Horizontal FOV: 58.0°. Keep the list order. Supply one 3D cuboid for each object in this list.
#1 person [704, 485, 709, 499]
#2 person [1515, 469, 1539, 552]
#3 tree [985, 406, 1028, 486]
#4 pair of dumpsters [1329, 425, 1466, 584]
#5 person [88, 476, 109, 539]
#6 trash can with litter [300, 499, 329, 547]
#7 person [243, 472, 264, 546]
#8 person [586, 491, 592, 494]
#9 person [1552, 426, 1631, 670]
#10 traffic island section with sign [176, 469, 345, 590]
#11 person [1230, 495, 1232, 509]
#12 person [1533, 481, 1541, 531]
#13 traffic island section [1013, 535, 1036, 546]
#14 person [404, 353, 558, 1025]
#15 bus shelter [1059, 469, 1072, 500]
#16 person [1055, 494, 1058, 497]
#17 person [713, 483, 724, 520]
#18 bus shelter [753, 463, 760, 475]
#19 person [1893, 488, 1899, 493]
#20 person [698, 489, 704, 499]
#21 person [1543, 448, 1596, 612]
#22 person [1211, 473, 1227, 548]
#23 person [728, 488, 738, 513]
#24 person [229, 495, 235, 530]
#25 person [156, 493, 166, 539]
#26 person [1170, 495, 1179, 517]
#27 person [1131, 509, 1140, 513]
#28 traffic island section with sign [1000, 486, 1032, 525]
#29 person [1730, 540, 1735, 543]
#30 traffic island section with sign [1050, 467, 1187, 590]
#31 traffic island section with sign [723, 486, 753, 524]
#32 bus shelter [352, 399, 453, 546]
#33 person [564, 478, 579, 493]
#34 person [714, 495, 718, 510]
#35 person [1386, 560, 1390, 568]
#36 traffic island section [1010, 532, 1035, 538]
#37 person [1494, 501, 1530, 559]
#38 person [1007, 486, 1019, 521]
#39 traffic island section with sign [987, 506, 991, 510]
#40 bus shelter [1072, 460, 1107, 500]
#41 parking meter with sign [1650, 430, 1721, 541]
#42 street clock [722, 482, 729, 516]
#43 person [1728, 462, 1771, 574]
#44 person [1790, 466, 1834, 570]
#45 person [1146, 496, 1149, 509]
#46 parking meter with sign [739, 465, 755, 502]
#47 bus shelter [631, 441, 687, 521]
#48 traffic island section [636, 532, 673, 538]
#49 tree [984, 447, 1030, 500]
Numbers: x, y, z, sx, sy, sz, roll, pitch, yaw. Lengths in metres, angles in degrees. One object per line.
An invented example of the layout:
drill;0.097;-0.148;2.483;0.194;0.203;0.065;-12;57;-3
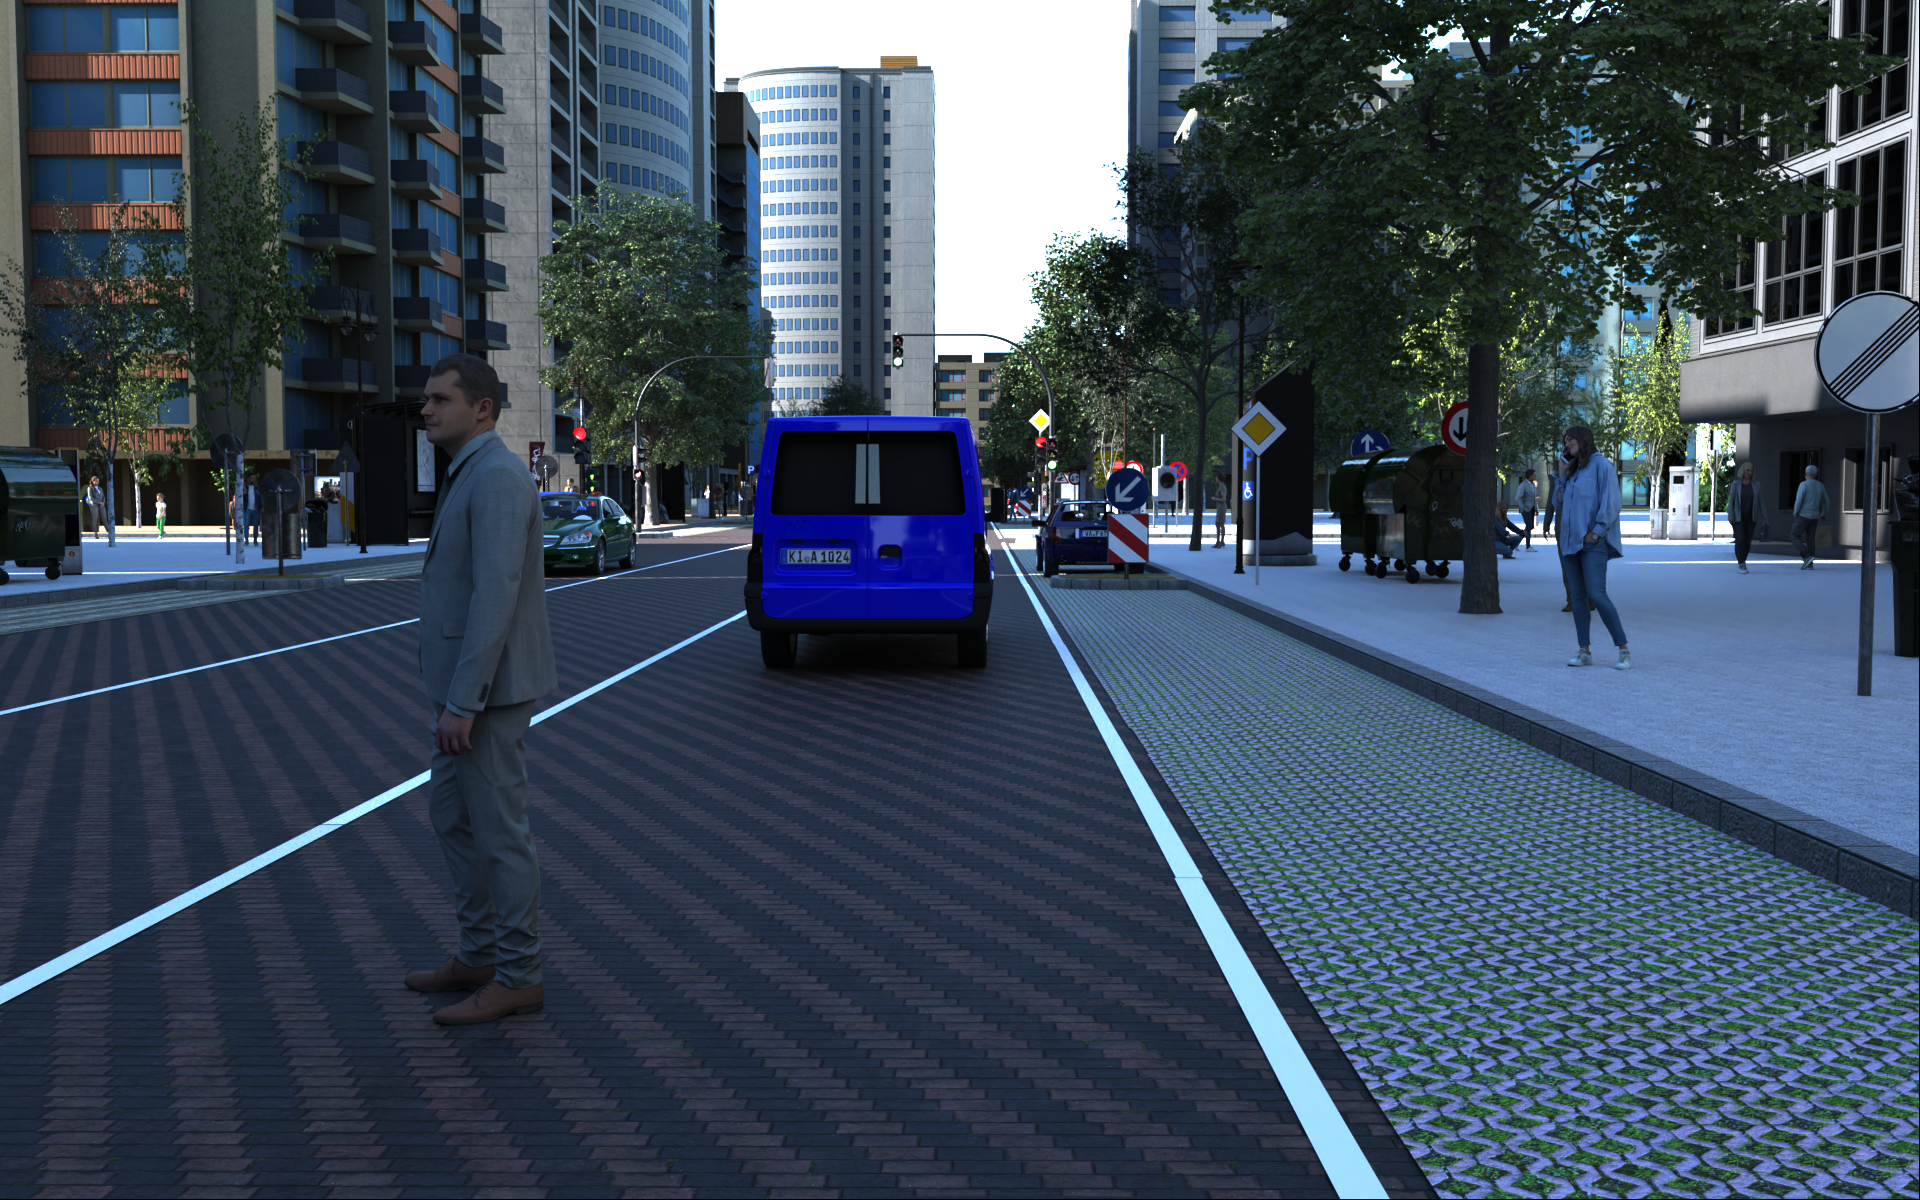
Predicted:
person;-14.839;-5.877;102.230;0.679;1.850;0.850;2;4;31
person;12.580;-2.000;38.587;0.661;1.843;0.795;-3;4;-37
tree;6.448;-15.235;174.851;9.928;11.665;9.643;0;3;0
pair of dumpsters;6.901;-1.480;26.687;1.574;2.255;4.437;0;4;1
person;-24.550;-2.641;49.491;0.573;1.790;0.520;0;4;7
trash can with litter;-15.529;-1.855;41.709;0.624;1.170;1.055;-1;4;-18
person;-17.243;-2.215;42.250;0.794;1.824;0.713;-1;4;-17
person;-21.622;-5.793;101.185;0.534;1.772;0.576;-1;4;-13
person;4.714;-0.403;12.893;0.793;1.790;0.793;3;5;40
traffic island section with sign;-10.608;-1.096;26.549;1.989;1.847;2.006;0;4;1
person;15.858;-5.496;100.593;0.332;1.250;0.352;1;4;15
person;20.200;-3.315;60.795;0.362;1.759;0.519;2;4;25
traffic island section;2.609;-1.648;49.233;2.009;0.180;2.903;0;4;1
person;-1.314;0.233;4.783;0.391;1.810;0.635;-2;4;-25
bus shelter;6.910;-6.799;105.081;2.014;3.302;5.546;0;4;1
person;9.539;-10.453;177.664;1.217;1.743;0.721;2;4;33
person;-12.074;-4.943;86.840;0.580;1.828;0.573;0;4;2
bus shelter;-12.683;-7.404;114.974;2.014;3.302;5.546;0;4;0
person;12.708;-1.006;23.056;0.524;1.755;0.480;2;4;26
person;-22.069;-8.651;148.197;0.721;1.735;1.217;2;4;25
person;6.717;-0.781;18.933;0.709;1.813;0.853;2;4;30
person;6.116;-2.112;40.911;0.374;1.781;0.599;0;4;7
person;-15.468;-6.822;118.333;0.760;1.731;0.466;-2;4;-26
person;-25.874;-3.125;61.813;0.362;1.253;0.373;-1;4;-11
person;-22.825;-2.399;49.514;0.306;1.304;0.590;0;4;-3
person;12.097;-5.640;98.036;0.659;1.850;0.755;2;4;29
person;4.067;-1.835;40.729;0.332;1.250;0.352;0;4;8
traffic island section with sign;2.913;-4.476;81.815;1.989;1.847;2.006;0;4;1
person;20.390;-2.389;45.284;0.511;1.800;0.466;3;5;43
traffic island section with sign;2.404;-1.102;26.651;1.989;1.847;2.006;0;4;1
traffic island section with sign;-10.102;-4.484;81.944;1.989;1.847;2.006;0;4;1
bus shelter;-14.144;-3.338;45.854;1.731;3.624;6.357;0;4;1
person;-13.461;-3.297;59.852;0.656;1.842;0.836;-2;4;-27
person;-19.492;-7.856;137.680;0.628;1.438;0.799;1;4;10
person;7.417;-1.445;29.943;0.520;1.790;0.573;1;4;11
traffic island section;2.682;-2.137;57.218;2.009;0.180;2.903;0;4;1
person;10.879;-1.390;34.265;1.012;1.151;0.738;-3;5;-39
person;2.640;-4.904;88.673;0.713;1.824;0.794;2;4;28
traffic island section with sign;3.625;-9.220;159.379;1.989;1.847;2.006;0;4;1
bus shelter;7.314;-6.053;92.890;2.014;3.302;5.546;0;4;0
parking meter with sign;20.067;-3.164;47.989;0.543;3.016;1.738;-3;5;-45
street clock;-13.683;-5.888;100.845;0.471;2.002;0.358;-1;4;-18
person;12.807;-1.337;28.085;0.709;1.800;0.728;1;4;11
person;14.547;-1.404;29.486;0.782;1.767;0.515;-1;4;-19
person;15.449;-8.420;144.256;0.434;1.755;0.990;2;4;35
parking meter with sign;-12.989;-6.671;105.329;0.543;3.016;1.738;-2;4;-26
bus shelter;-13.806;-5.443;80.281;1.731;3.624;6.357;0;4;0
traffic island section;-10.658;-2.145;57.344;2.009;0.180;2.903;0;4;1
tree;6.480;-17.381;202.307;7.486;12.596;7.792;0;3;0
